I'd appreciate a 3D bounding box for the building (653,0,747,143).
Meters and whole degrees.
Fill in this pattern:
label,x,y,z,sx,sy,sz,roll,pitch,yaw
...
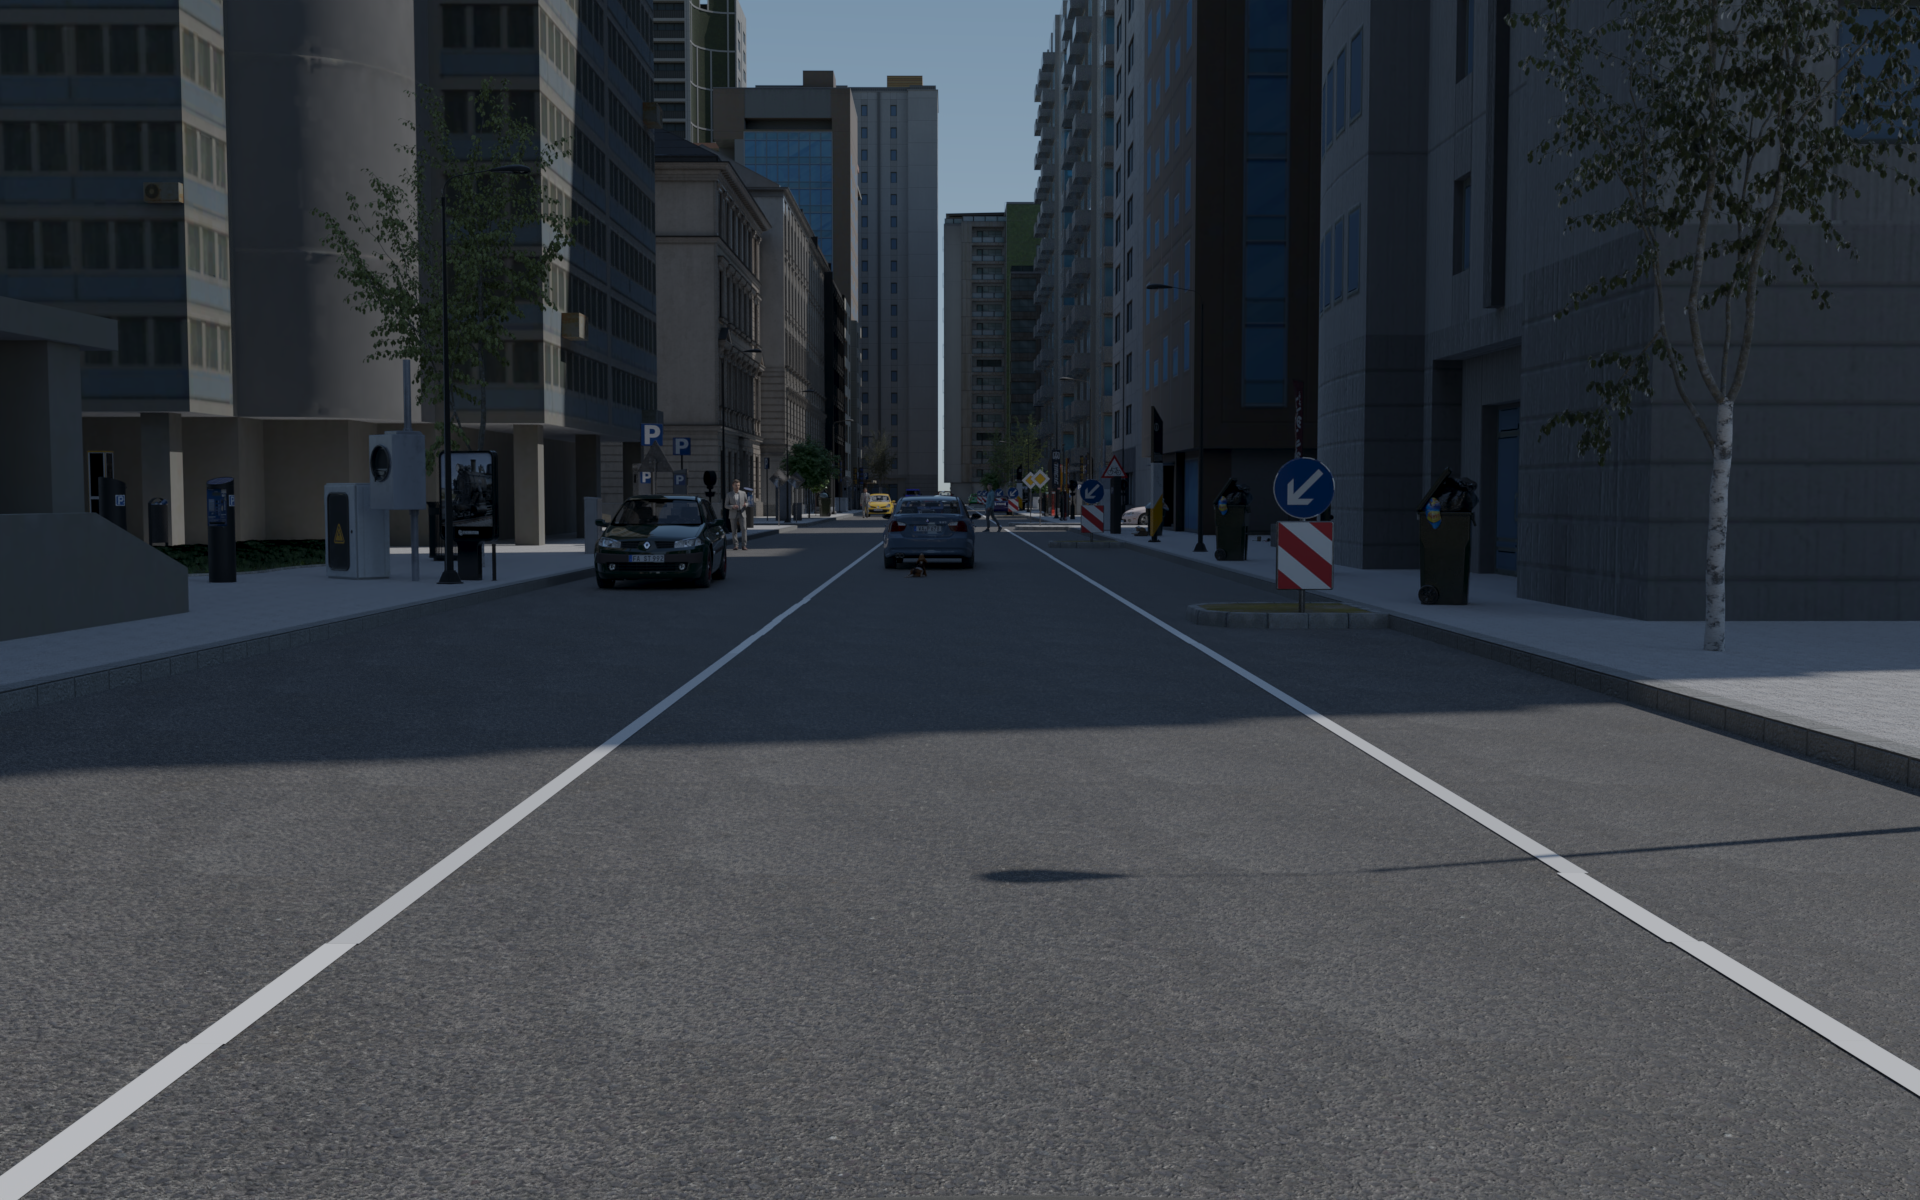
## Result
label,x,y,z,sx,sy,sz,roll,pitch,yaw
building,-41.544,-49.413,246.147,20.611,71.187,20.563,0,4,0

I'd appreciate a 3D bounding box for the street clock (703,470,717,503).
label,x,y,z,sx,sy,sz,roll,pitch,yaw
street clock,-7.680,-2.977,53.246,0.358,2.002,0.471,-3,4,-37

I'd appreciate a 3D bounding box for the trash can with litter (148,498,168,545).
label,x,y,z,sx,sy,sz,roll,pitch,yaw
trash can with litter,-15.300,-1.390,33.788,1.678,1.210,2.233,1,4,9

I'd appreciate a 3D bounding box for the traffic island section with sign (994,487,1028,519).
label,x,y,z,sx,sy,sz,roll,pitch,yaw
traffic island section with sign,3.001,-5.722,102.182,1.989,1.847,2.006,0,4,0

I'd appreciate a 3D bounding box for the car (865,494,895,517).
label,x,y,z,sx,sy,sz,roll,pitch,yaw
car,-5.094,-6.064,109.377,2.015,1.641,3.980,0,4,0

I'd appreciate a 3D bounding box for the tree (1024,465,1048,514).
label,x,y,z,sx,sy,sz,roll,pitch,yaw
tree,5.329,-7.266,113.405,1.663,3.219,1.824,0,3,0

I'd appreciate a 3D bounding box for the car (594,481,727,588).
label,x,y,z,sx,sy,sz,roll,pitch,yaw
car,-4.725,-1.093,27.653,2.009,1.686,4.222,0,4,-2

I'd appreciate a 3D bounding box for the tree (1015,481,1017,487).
label,x,y,z,sx,sy,sz,roll,pitch,yaw
tree,5.353,-9.024,142.142,1.663,3.219,1.824,0,3,0

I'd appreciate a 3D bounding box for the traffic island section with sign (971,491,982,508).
label,x,y,z,sx,sy,sz,roll,pitch,yaw
traffic island section with sign,2.446,-10.456,179.581,1.989,1.847,2.006,0,4,0

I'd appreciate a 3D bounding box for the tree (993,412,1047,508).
label,x,y,z,sx,sy,sz,roll,pitch,yaw
tree,5.835,-12.547,155.507,4.737,8.622,4.395,0,3,0

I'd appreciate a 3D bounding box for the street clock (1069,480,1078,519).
label,x,y,z,sx,sy,sz,roll,pitch,yaw
street clock,5.698,-5.080,87.634,0.471,2.002,0.358,3,4,38

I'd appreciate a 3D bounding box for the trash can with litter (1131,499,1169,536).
label,x,y,z,sx,sy,sz,roll,pitch,yaw
trash can with litter,5.783,-2.529,52.739,1.055,1.170,0.624,-2,4,-31

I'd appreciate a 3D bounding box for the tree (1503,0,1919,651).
label,x,y,z,sx,sy,sz,roll,pitch,yaw
tree,6.320,-3.901,14.147,4.360,8.622,3.978,0,3,0

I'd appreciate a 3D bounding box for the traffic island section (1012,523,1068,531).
label,x,y,z,sx,sy,sz,roll,pitch,yaw
traffic island section,3.228,-2.880,69.363,2.009,0.180,2.903,0,4,0

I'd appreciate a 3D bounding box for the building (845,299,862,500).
label,x,y,z,sx,sy,sz,roll,pitch,yaw
building,-24.044,-19.678,166.778,27.650,21.520,28.899,0,4,0

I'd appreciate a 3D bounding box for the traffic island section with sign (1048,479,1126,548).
label,x,y,z,sx,sy,sz,roll,pitch,yaw
traffic island section with sign,3.391,-2.329,46.711,1.989,1.847,2.006,0,4,0

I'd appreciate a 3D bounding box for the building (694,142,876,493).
label,x,y,z,sx,sy,sz,roll,pitch,yaw
building,-25.328,-34.259,214.763,28.867,44.769,22.147,0,4,0

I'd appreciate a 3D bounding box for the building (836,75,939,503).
label,x,y,z,sx,sy,sz,roll,pitch,yaw
building,-17.137,-43.126,247.105,28.212,58.520,21.231,0,4,0

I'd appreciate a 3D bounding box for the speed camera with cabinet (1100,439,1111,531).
label,x,y,z,sx,sy,sz,roll,pitch,yaw
speed camera with cabinet,5.275,-4.099,61.356,0.660,3.252,2.038,0,4,6

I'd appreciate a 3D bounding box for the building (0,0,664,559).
label,x,y,z,sx,sy,sz,roll,pitch,yaw
building,-21.717,-21.964,50.991,23.993,40.220,32.217,0,4,0

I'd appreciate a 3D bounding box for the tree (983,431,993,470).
label,x,y,z,sx,sy,sz,roll,pitch,yaw
tree,4.428,-14.379,185.456,4.737,8.622,4.395,0,3,0

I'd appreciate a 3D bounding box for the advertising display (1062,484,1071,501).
label,x,y,z,sx,sy,sz,roll,pitch,yaw
advertising display,6.872,-6.451,110.684,0.123,1.923,0.974,-3,4,-37

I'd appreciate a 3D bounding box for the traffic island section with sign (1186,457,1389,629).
label,x,y,z,sx,sy,sz,roll,pitch,yaw
traffic island section with sign,3.590,-0.659,19.402,1.989,1.847,2.006,0,4,0

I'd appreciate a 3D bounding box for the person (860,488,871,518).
label,x,y,z,sx,sy,sz,roll,pitch,yaw
person,-5.602,-5.749,102.778,0.678,1.792,0.850,0,4,3

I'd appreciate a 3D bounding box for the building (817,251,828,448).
label,x,y,z,sx,sy,sz,roll,pitch,yaw
building,-15.012,-16.880,125.147,9.793,20.994,18.267,0,4,0

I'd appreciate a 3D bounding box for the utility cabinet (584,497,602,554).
label,x,y,z,sx,sy,sz,roll,pitch,yaw
utility cabinet,-7.944,-1.615,37.572,0.306,1.237,1.020,0,4,-6

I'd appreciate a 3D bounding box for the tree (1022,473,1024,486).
label,x,y,z,sx,sy,sz,roll,pitch,yaw
tree,5.816,-8.716,137.115,1.663,3.219,1.824,0,3,0

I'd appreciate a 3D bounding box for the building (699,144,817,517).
label,x,y,z,sx,sy,sz,roll,pitch,yaw
building,-14.607,-15.762,106.853,9.793,20.994,18.267,0,4,0

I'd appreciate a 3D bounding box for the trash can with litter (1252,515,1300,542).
label,x,y,z,sx,sy,sz,roll,pitch,yaw
trash can with litter,8.752,-2.185,46.774,2.233,1.210,1.678,1,4,18

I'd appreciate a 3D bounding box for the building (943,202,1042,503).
label,x,y,z,sx,sy,sz,roll,pitch,yaw
building,4.591,-34.289,244.227,14.086,41.232,14.154,0,4,0

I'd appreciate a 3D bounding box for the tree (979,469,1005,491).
label,x,y,z,sx,sy,sz,roll,pitch,yaw
tree,4.112,-14.682,223.767,4.285,4.588,4.351,0,3,0

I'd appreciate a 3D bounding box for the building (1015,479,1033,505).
label,x,y,z,sx,sy,sz,roll,pitch,yaw
building,22.715,-31.091,200.226,32.217,40.220,23.993,0,4,0

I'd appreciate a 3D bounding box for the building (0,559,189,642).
label,x,y,z,sx,sy,sz,roll,pitch,yaw
building,-24.427,-19.489,10.532,32.217,40.220,23.993,0,4,0

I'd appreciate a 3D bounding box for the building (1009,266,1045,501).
label,x,y,z,sx,sy,sz,roll,pitch,yaw
building,13.182,-27.387,219.471,14.160,30.474,14.107,0,4,0

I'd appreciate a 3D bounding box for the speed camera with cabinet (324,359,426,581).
label,x,y,z,sx,sy,sz,roll,pitch,yaw
speed camera with cabinet,-8.765,-1.929,25.875,2.038,3.252,0.660,3,5,43

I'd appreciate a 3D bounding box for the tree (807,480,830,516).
label,x,y,z,sx,sy,sz,roll,pitch,yaw
tree,-8.173,-6.414,99.468,1.663,3.219,1.824,0,3,0

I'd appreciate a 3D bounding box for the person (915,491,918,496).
label,x,y,z,sx,sy,sz,roll,pitch,yaw
person,-3.487,-7.819,137.338,0.522,1.701,0.512,0,4,3

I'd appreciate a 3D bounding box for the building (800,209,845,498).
label,x,y,z,sx,sy,sz,roll,pitch,yaw
building,-16.106,-19.156,142.882,12.332,23.373,15.834,0,4,0

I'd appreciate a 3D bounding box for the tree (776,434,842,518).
label,x,y,z,sx,sy,sz,roll,pitch,yaw
tree,-8.075,-6.611,91.808,4.285,4.588,4.351,0,3,0

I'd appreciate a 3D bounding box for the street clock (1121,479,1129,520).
label,x,y,z,sx,sy,sz,roll,pitch,yaw
street clock,8.016,-4.916,84.941,0.471,2.002,0.358,1,4,19

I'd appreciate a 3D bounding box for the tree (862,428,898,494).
label,x,y,z,sx,sy,sz,roll,pitch,yaw
tree,-9.132,-15.217,199.154,4.360,8.622,3.978,0,3,0

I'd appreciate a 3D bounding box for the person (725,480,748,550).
label,x,y,z,sx,sy,sz,roll,pitch,yaw
person,-5.660,-2.166,44.119,0.606,1.804,0.583,-1,4,-21

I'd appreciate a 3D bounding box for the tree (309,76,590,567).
label,x,y,z,sx,sy,sz,roll,pitch,yaw
tree,-8.645,-4.876,30.092,4.737,8.622,4.395,0,3,0

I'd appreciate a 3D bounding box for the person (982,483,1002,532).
label,x,y,z,sx,sy,sz,roll,pitch,yaw
person,1.215,-3.498,65.549,0.748,1.841,0.638,1,4,9

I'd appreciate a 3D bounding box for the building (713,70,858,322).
label,x,y,z,sx,sy,sz,roll,pitch,yaw
building,-18.317,-32.874,187.602,14.600,45.320,14.200,0,4,0

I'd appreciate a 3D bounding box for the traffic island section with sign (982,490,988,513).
label,x,y,z,sx,sy,sz,roll,pitch,yaw
traffic island section with sign,2.807,-7.371,129.137,1.989,1.847,2.006,0,4,0

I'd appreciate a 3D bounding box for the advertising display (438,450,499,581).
label,x,y,z,sx,sy,sz,roll,pitch,yaw
advertising display,-7.289,-1.254,25.715,0.974,1.923,0.123,1,4,20

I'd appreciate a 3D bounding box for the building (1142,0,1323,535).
label,x,y,z,sx,sy,sz,roll,pitch,yaw
building,14.042,-25.025,59.272,14.600,45.320,14.200,0,4,0

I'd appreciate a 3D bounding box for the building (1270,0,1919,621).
label,x,y,z,sx,sy,sz,roll,pitch,yaw
building,17.318,-29.831,29.740,21.231,58.520,28.212,0,4,0

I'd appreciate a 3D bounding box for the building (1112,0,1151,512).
label,x,y,z,sx,sy,sz,roll,pitch,yaw
building,19.084,-39.770,88.490,20.611,71.187,20.563,0,4,0

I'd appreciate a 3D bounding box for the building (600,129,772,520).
label,x,y,z,sx,sy,sz,roll,pitch,yaw
building,-15.757,-13.667,88.086,10.561,19.102,19.286,0,4,0

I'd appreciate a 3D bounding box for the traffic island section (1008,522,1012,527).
label,x,y,z,sx,sy,sz,roll,pitch,yaw
traffic island section,3.171,-3.368,77.348,2.009,0.180,2.903,0,4,0

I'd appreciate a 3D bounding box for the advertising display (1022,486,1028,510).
label,x,y,z,sx,sy,sz,roll,pitch,yaw
advertising display,4.932,-7.951,135.205,0.974,1.923,0.123,-3,5,-43

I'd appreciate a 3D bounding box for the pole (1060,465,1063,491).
label,x,y,z,sx,sy,sz,roll,pitch,yaw
pole,7.087,-7.767,120.828,0.158,3.312,0.155,0,3,0

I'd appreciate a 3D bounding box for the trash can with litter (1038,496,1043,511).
label,x,y,z,sx,sy,sz,roll,pitch,yaw
trash can with litter,6.362,-7.217,129.392,1.055,1.170,0.624,1,4,8

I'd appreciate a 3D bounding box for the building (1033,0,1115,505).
label,x,y,z,sx,sy,sz,roll,pitch,yaw
building,18.845,-33.832,172.755,23.786,49.044,30.456,0,4,0

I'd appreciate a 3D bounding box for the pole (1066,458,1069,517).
label,x,y,z,sx,sy,sz,roll,pitch,yaw
pole,6.103,-6.388,98.290,0.158,3.312,0.155,0,3,0
